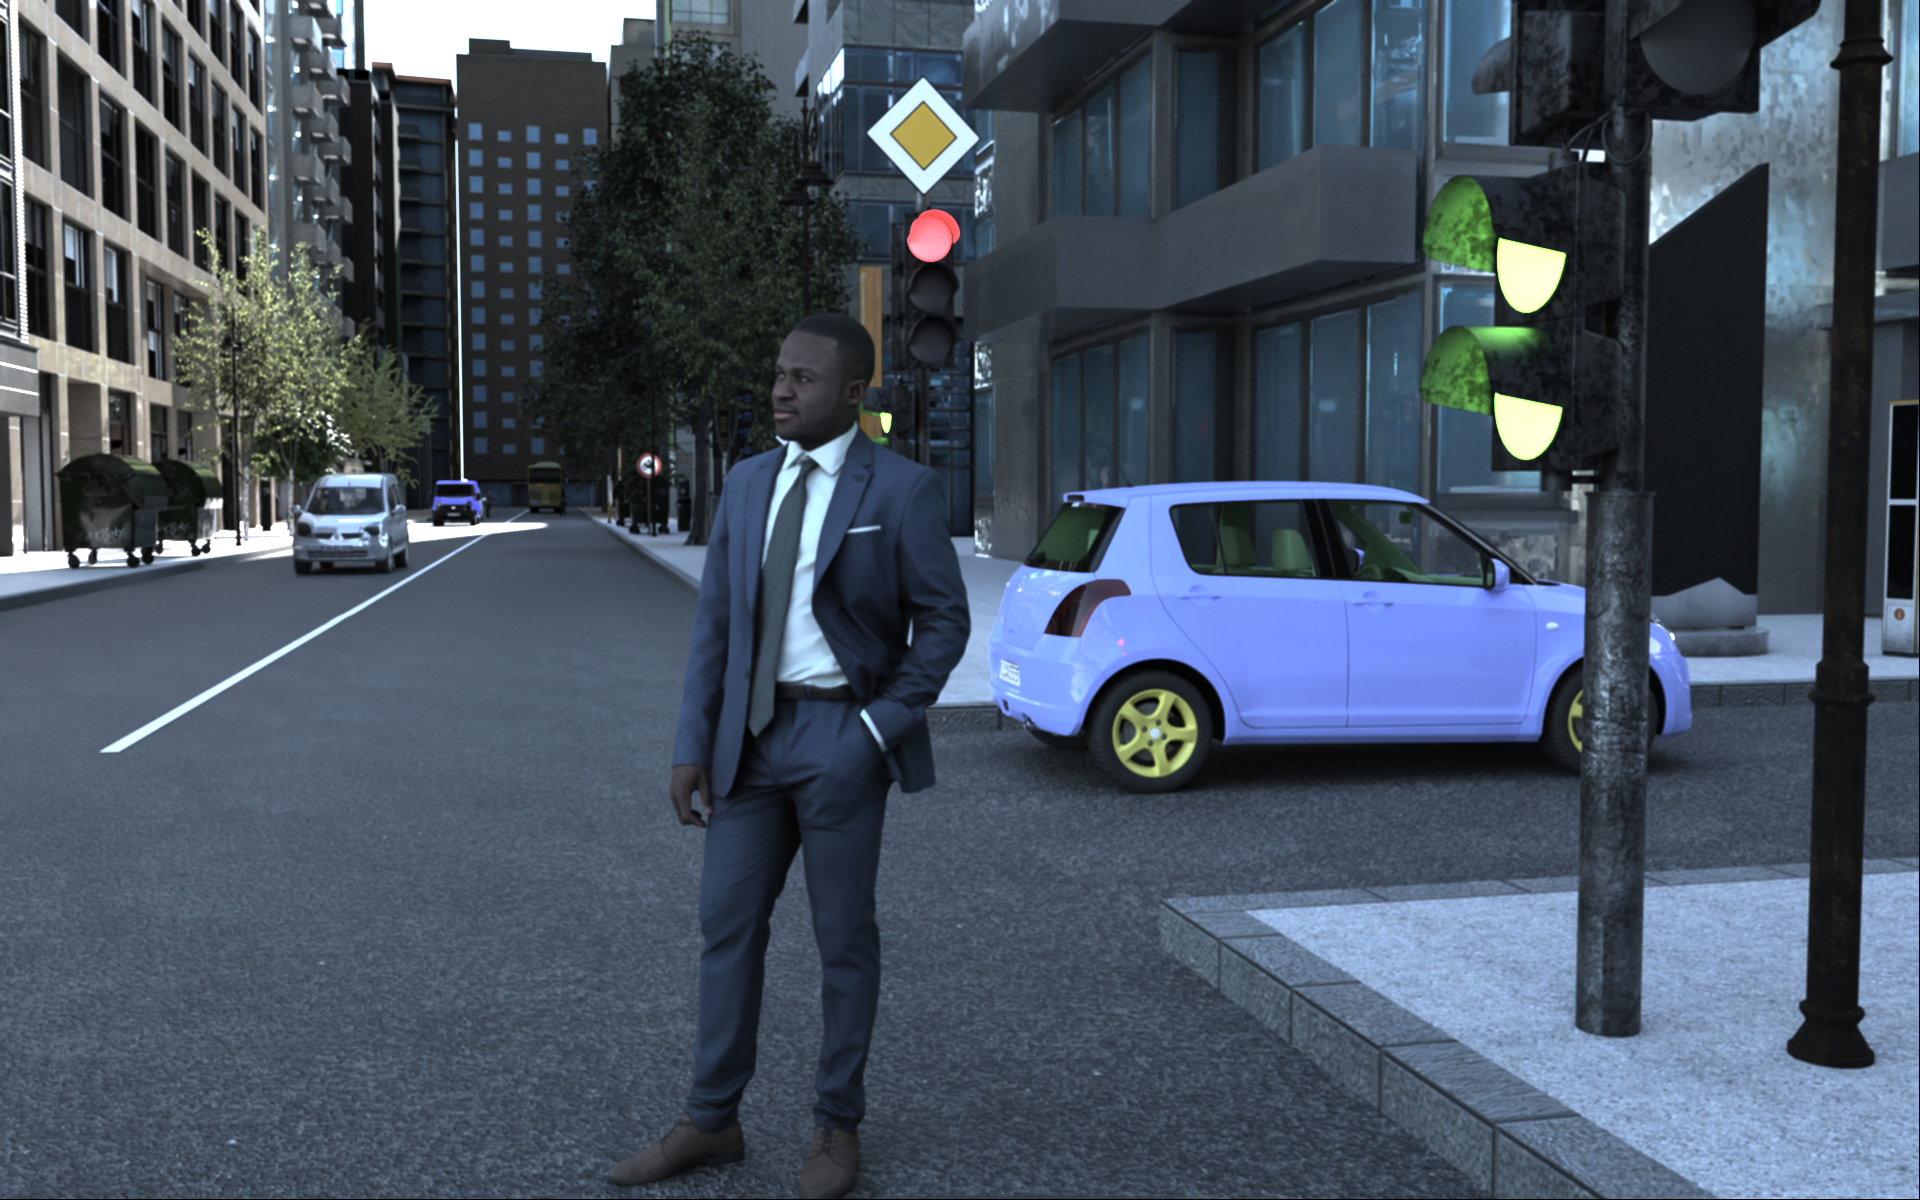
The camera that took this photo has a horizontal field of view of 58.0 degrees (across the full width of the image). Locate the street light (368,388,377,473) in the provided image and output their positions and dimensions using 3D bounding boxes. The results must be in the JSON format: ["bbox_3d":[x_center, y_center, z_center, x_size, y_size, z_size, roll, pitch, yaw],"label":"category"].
[{"bbox_3d":[-25.379,-6.251,74.997,0.468,5.910,1.993,-1,4,-13],"label":"street light"}]

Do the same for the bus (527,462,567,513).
[{"bbox_3d":[-31.724,-8.655,133.057,2.896,3.916,12.252,-1,4,-12],"label":"bus"}]

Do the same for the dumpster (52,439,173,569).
[{"bbox_3d":[-15.016,-1.721,30.635,1.502,2.255,1.985,-1,4,-13],"label":"dumpster"}]

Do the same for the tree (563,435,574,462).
[{"bbox_3d":[-20.964,-9.398,104.019,4.737,8.622,4.395,0,3,0],"label":"tree"}]

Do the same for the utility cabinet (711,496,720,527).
[{"bbox_3d":[-8.055,-2.764,56.347,0.306,1.237,1.020,0,4,6],"label":"utility cabinet"}]

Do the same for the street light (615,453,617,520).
[{"bbox_3d":[-16.807,-6.835,84.542,0.468,5.910,1.993,-1,4,-13],"label":"street light"}]

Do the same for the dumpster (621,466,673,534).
[{"bbox_3d":[-10.087,-3.276,56.057,1.502,2.255,1.985,-1,4,-13],"label":"dumpster"}]

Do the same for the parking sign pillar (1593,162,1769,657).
[{"bbox_3d":[5.889,-1.573,14.193,1.447,3.967,1.447,-1,4,-15],"label":"parking sign pillar"}]

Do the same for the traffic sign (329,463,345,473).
[{"bbox_3d":[-23.149,-3.851,64.154,0.795,2.450,0.064,-1,4,-13],"label":"traffic sign"}]

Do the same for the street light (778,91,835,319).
[{"bbox_3d":[-1.813,-2.914,20.432,0.468,5.910,1.993,-1,4,-13],"label":"street light"}]

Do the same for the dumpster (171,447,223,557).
[{"bbox_3d":[-16.260,-2.045,35.928,1.502,2.255,1.985,-1,4,-13],"label":"dumpster"}]

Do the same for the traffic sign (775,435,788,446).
[{"bbox_3d":[-2.077,-1.346,23.199,0.795,2.450,0.064,0,4,-6],"label":"traffic sign"}]

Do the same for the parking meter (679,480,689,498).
[{"bbox_3d":[-11.588,-4.101,72.770,0.399,1.863,0.255,1,4,18],"label":"parking meter"}]

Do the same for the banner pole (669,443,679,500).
[{"bbox_3d":[-14.040,-5.823,85.227,0.863,3.779,0.401,3,4,36],"label":"banner pole"}]

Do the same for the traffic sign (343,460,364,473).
[{"bbox_3d":[-22.982,-4.012,65.695,0.768,2.556,0.104,-1,4,-10],"label":"traffic sign"}]

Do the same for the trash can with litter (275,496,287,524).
[{"bbox_3d":[-29.705,-3.942,75.513,1.678,1.210,2.233,-2,4,-25],"label":"trash can with litter"}]

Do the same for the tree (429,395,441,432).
[{"bbox_3d":[-27.781,-8.185,84.191,4.737,8.622,4.395,0,3,0],"label":"tree"}]

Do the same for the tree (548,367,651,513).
[{"bbox_3d":[-24.610,-12.200,117.602,7.486,12.596,7.792,0,3,0],"label":"tree"}]

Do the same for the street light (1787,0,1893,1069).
[{"bbox_3d":[1.986,-1.895,3.774,0.468,5.910,1.993,-1,4,-13],"label":"street light"}]

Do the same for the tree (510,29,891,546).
[{"bbox_3d":[-6.352,-7.716,43.158,9.611,12.733,9.660,0,3,0],"label":"tree"}]

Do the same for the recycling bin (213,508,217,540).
[{"bbox_3d":[-21.304,-2.200,48.524,0.722,1.027,0.722,0,4,-5],"label":"recycling bin"}]

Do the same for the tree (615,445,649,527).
[{"bbox_3d":[-12.406,-4.435,67.115,1.663,3.219,1.824,0,3,0],"label":"tree"}]

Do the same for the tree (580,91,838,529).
[{"bbox_3d":[-4.302,-4.992,31.989,4.737,8.622,4.395,0,3,0],"label":"tree"}]

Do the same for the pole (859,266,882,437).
[{"bbox_3d":[-0.806,-1.335,15.678,0.158,3.312,0.155,0,3,0],"label":"pole"}]

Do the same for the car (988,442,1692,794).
[{"bbox_3d":[2.020,0.019,9.274,3.694,1.707,1.945,-1,4,-12],"label":"car"}]

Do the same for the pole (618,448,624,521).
[{"bbox_3d":[-13.835,-4.703,70.734,0.158,3.312,0.155,0,3,0],"label":"pole"}]

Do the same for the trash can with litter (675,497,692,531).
[{"bbox_3d":[-9.569,-2.948,59.588,0.624,1.170,1.055,-1,4,-17],"label":"trash can with litter"}]

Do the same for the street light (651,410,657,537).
[{"bbox_3d":[-9.251,-4.858,52.211,0.468,5.910,1.993,-1,4,-13],"label":"street light"}]

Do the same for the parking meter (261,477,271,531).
[{"bbox_3d":[-24.156,-3.338,60.280,0.255,1.863,0.399,-2,4,-32],"label":"parking meter"}]

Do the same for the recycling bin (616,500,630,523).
[{"bbox_3d":[-14.880,-3.943,77.020,0.722,1.027,0.722,0,4,1],"label":"recycling bin"}]

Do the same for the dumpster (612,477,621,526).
[{"bbox_3d":[-13.131,-4.085,69.276,1.502,2.255,1.985,-1,4,-13],"label":"dumpster"}]

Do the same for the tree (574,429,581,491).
[{"bbox_3d":[-11.573,-6.904,63.250,4.737,8.622,4.395,0,3,0],"label":"tree"}]

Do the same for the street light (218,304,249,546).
[{"bbox_3d":[-17.718,-4.256,42.366,0.468,5.910,1.993,-1,4,-13],"label":"street light"}]

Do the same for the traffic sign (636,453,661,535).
[{"bbox_3d":[-9.667,-3.287,53.849,0.768,2.556,0.104,-1,4,-11],"label":"traffic sign"}]
